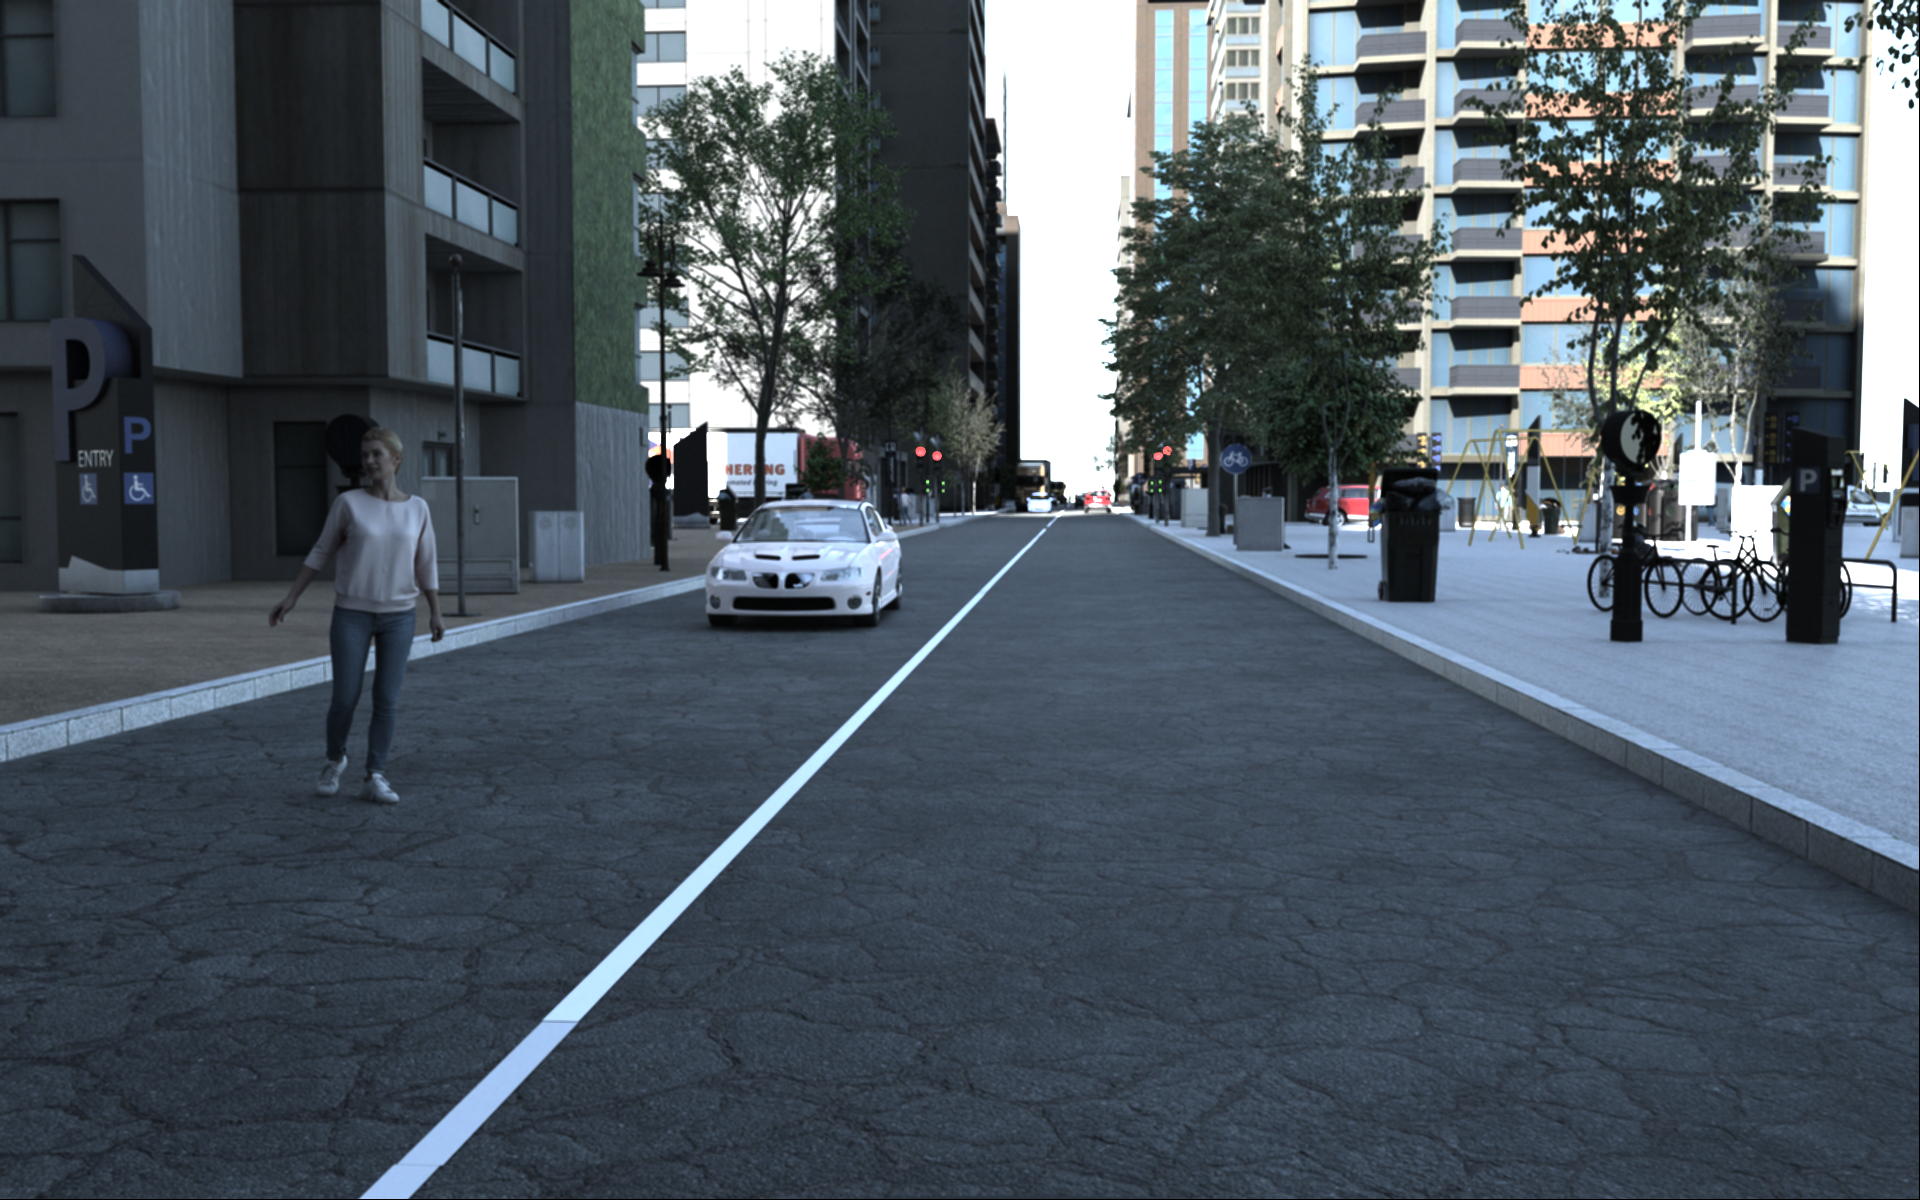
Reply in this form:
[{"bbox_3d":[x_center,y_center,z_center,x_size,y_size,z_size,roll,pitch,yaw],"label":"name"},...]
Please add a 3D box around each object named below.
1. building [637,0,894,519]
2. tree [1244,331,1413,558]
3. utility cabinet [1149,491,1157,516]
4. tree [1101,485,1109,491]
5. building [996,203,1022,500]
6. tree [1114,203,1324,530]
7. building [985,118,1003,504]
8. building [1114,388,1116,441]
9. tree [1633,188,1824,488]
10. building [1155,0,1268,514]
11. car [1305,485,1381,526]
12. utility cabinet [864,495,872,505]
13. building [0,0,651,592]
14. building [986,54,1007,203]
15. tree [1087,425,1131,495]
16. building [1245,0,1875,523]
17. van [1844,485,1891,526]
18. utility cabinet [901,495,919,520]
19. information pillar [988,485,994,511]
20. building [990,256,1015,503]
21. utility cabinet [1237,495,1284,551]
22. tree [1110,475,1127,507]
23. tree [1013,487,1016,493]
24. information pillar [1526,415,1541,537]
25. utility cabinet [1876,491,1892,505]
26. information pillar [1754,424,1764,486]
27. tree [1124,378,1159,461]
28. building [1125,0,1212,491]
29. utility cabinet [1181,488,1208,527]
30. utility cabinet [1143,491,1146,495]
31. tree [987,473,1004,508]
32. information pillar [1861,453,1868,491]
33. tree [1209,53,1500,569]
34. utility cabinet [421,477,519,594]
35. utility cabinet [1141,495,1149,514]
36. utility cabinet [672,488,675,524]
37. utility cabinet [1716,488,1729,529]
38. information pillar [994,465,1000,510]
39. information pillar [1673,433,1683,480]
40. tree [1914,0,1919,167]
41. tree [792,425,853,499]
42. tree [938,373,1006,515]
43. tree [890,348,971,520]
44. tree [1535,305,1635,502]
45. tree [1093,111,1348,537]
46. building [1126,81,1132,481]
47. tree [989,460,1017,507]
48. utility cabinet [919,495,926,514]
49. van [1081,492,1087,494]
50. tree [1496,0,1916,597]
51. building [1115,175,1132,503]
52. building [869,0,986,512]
[{"bbox_3d":[-13.646,-40.355,98.048,20.563,71.187,20.611,0,4,4],"label":"building"},{"bbox_3d":[7.454,-3.142,35.080,4.285,4.588,4.351,0,3,0],"label":"tree"},{"bbox_3d":[11.367,-5.685,101.635,0.318,1.500,1.173,0,4,-8],"label":"utility cabinet"},{"bbox_3d":[25.412,-19.168,308.002,1.663,3.219,1.824,0,3,0],"label":"tree"},{"bbox_3d":[2.425,-37.893,269.663,14.600,45.320,14.200,0,4,4],"label":"building"},{"bbox_3d":[9.190,-8.351,62.287,9.928,11.665,9.643,0,3,0],"label":"tree"},{"bbox_3d":[-6.521,-33.279,198.735,22.147,44.769,28.867,0,4,4],"label":"building"},{"bbox_3d":[38.605,-26.280,274.708,27.650,21.520,28.899,0,4,4],"label":"building"},{"bbox_3d":[19.034,-5.631,42.424,4.360,8.622,3.978,0,3,0],"label":"tree"},{"bbox_3d":[29.242,-25.783,113.430,32.217,40.220,23.993,0,4,4],"label":"building"},{"bbox_3d":[16.930,-3.840,71.452,5.304,1.827,2.281,0,4,6],"label":"car"},{"bbox_3d":[-4.937,-4.663,87.395,1.020,1.237,0.306,-3,4,-37],"label":"utility cabinet"},{"bbox_3d":[-13.755,-21.039,27.583,14.154,41.232,14.086,0,4,4],"label":"building"},{"bbox_3d":[-0.351,-51.959,287.773,20.563,71.187,20.611,0,4,4],"label":"building"},{"bbox_3d":[20.616,-18.397,235.196,7.601,10.594,8.767,1,4,17],"label":"tree"},{"bbox_3d":[28.206,-26.387,86.053,28.867,44.769,22.147,0,4,4],"label":"building"},{"bbox_3d":[36.469,-3.927,71.218,4.112,2.044,2.013,0,4,4],"label":"van"},{"bbox_3d":[-2.619,-4.613,86.584,0.306,1.237,1.020,-3,4,-37],"label":"utility cabinet"},{"bbox_3d":[2.367,-8.093,136.810,0.304,2.012,0.304,0,4,2],"label":"information pillar"},{"bbox_3d":[-7.112,-34.183,250.769,32.217,40.220,23.993,0,4,4],"label":"building"},{"bbox_3d":[6.787,-1.712,39.145,1.020,1.237,0.306,1,4,17],"label":"utility cabinet"},{"bbox_3d":[18.046,-12.282,195.414,1.663,3.219,1.824,0,3,0],"label":"tree"},{"bbox_3d":[6.768,-12.690,202.088,1.663,3.219,1.824,0,3,0],"label":"tree"},{"bbox_3d":[17.041,-3.675,51.436,0.183,3.616,0.504,-1,4,-22],"label":"information pillar"},{"bbox_3d":[65.958,-7.047,123.895,1.173,1.500,0.318,3,5,42],"label":"utility cabinet"},{"bbox_3d":[26.946,-4.103,58.440,0.504,3.616,0.183,-3,5,-44],"label":"information pillar"},{"bbox_3d":[11.340,-9.014,97.748,4.737,8.622,4.395,0,3,0],"label":"tree"},{"bbox_3d":[20.946,-30.021,140.955,14.600,45.320,14.200,0,4,4],"label":"building"},{"bbox_3d":[9.061,-3.550,66.719,1.173,1.500,0.318,-2,4,-30],"label":"utility cabinet"},{"bbox_3d":[12.651,-6.853,120.722,0.318,1.500,1.173,-3,5,-39],"label":"utility cabinet"},{"bbox_3d":[3.288,-10.223,161.750,1.663,3.219,1.824,0,3,0],"label":"tree"},{"bbox_3d":[49.542,-6.361,95.364,0.504,3.616,0.183,0,4,-7],"label":"information pillar"},{"bbox_3d":[6.308,-4.816,29.107,4.737,8.622,4.395,0,3,0],"label":"tree"},{"bbox_3d":[-6.260,-0.824,22.150,1.173,1.500,0.318,-1,4,-11],"label":"utility cabinet"},{"bbox_3d":[11.547,-5.982,108.973,1.020,1.237,0.306,-2,4,-28],"label":"utility cabinet"},{"bbox_3d":[-10.925,-3.633,68.075,0.318,1.500,1.173,1,4,18],"label":"utility cabinet"},{"bbox_3d":[27.435,-3.279,62.293,0.318,1.500,1.173,2,4,28],"label":"utility cabinet"},{"bbox_3d":[3.010,-9.130,140.622,0.504,3.616,0.183,3,5,45],"label":"information pillar"},{"bbox_3d":[27.673,-4.614,66.786,0.183,3.616,0.504,-1,4,-8],"label":"information pillar"},{"bbox_3d":[8.331,-3.755,11.755,4.737,8.622,4.395,0,3,0],"label":"tree"},{"bbox_3d":[-4.048,-3.327,49.003,1.663,3.219,1.824,0,3,0],"label":"tree"},{"bbox_3d":[0.266,-9.445,104.784,4.360,8.622,3.978,0,3,0],"label":"tree"},{"bbox_3d":[-1.272,-8.323,86.448,4.737,8.622,4.395,0,3,0],"label":"tree"},{"bbox_3d":[23.965,-7.021,65.156,4.360,8.622,3.978,0,3,0],"label":"tree"},{"bbox_3d":[8.052,-8.177,51.828,7.486,12.596,7.792,0,3,0],"label":"tree"},{"bbox_3d":[34.796,-37.978,210.174,28.713,52.752,27.495,0,4,4],"label":"building"},{"bbox_3d":[4.406,-11.215,167.081,4.285,4.588,4.351,0,3,0],"label":"tree"},{"bbox_3d":[-2.733,-6.186,112.298,1.020,1.237,0.306,0,4,-3],"label":"utility cabinet"},{"bbox_3d":[21.087,-17.483,292.864,2.013,2.044,4.112,0,4,4],"label":"van"},{"bbox_3d":[8.267,-4.338,21.292,4.737,8.622,4.395,0,3,0],"label":"tree"},{"bbox_3d":[33.287,-38.217,248.556,21.300,48.544,21.600,0,4,4],"label":"building"},{"bbox_3d":[-9.276,-31.032,131.070,21.300,48.544,21.600,0,4,4],"label":"building"}]
